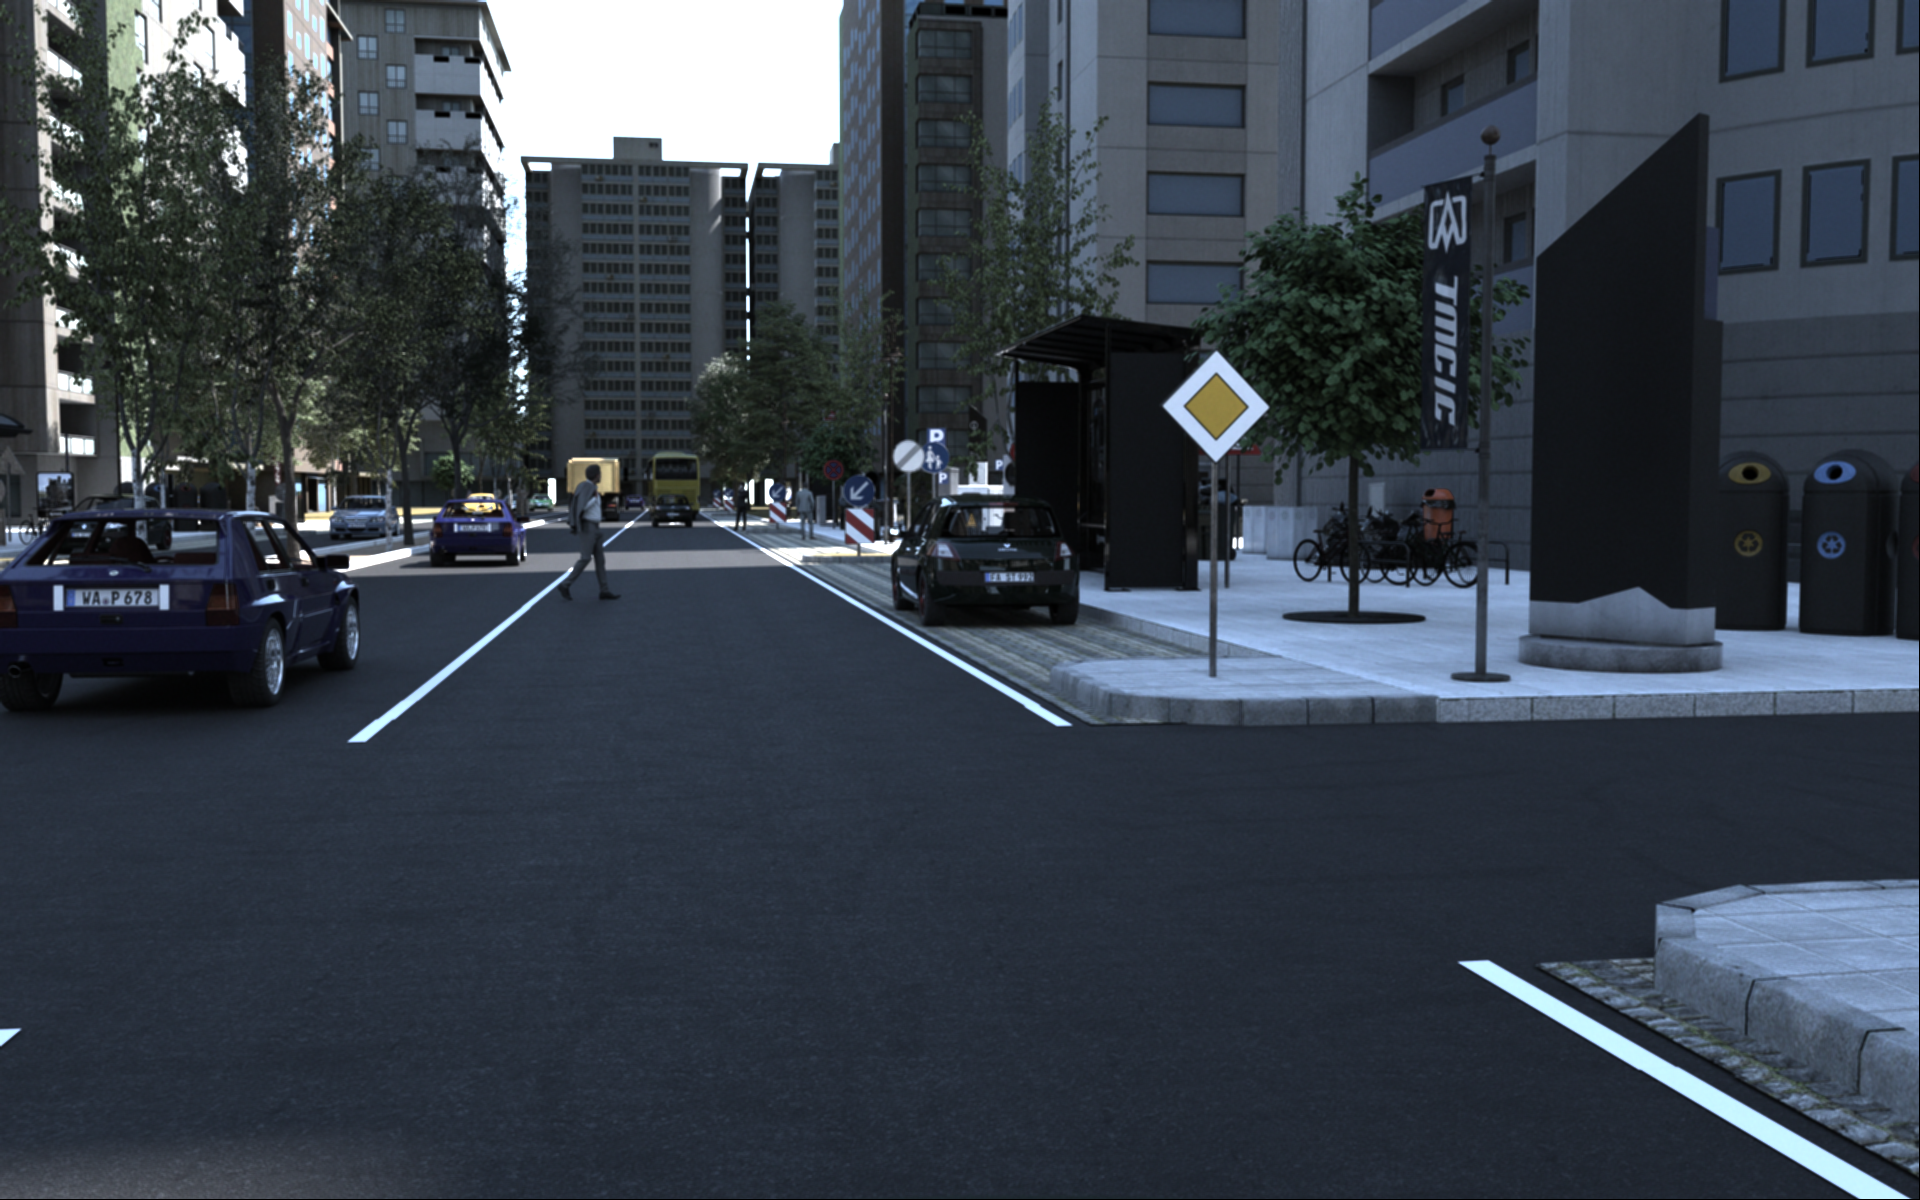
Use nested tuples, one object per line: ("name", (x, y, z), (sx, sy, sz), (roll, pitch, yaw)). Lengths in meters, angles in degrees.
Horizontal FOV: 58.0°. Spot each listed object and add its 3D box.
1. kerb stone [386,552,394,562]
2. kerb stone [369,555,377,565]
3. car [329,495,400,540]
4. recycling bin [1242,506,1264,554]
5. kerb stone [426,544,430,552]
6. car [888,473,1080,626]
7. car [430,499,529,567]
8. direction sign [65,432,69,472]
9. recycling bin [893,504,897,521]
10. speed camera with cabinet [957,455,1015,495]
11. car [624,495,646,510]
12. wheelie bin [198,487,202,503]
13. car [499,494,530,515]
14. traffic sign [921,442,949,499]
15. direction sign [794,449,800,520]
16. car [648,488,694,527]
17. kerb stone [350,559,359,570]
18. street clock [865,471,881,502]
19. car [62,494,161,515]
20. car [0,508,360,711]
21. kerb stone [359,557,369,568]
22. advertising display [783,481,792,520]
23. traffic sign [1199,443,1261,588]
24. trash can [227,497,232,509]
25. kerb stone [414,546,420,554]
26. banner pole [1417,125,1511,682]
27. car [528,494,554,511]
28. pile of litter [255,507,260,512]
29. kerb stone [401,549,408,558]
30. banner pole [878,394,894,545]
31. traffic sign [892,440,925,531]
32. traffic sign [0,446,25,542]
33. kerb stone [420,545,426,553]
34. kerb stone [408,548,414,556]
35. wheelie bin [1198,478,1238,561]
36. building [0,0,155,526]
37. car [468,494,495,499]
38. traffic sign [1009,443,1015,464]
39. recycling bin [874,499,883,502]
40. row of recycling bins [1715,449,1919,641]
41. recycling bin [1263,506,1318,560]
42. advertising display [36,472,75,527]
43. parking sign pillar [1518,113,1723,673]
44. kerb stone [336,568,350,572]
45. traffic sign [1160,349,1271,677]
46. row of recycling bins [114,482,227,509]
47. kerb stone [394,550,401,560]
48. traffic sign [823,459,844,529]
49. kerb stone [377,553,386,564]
("kerb stone", (-12.261, -0.899, 36.890), (0.120, 0.150, 1.000), (-1, 4, -10))
("kerb stone", (-11.931, -0.773, 34.863), (0.120, 0.150, 1.000), (-1, 4, -10))
("car", (-19.225, -2.693, 56.040), (2.014, 1.417, 4.499), (-1, 4, -11))
("recycling bin", (6.569, -1.510, 37.249), (0.722, 1.027, 0.722), (-2, 4, -33))
("kerb stone", (-13.283, -1.262, 42.958), (0.120, 0.150, 1.000), (-1, 4, -10))
("car", (0.214, -0.635, 20.174), (2.009, 1.686, 4.222), (-1, 4, -8))
("car", (-9.903, -1.416, 35.725), (1.945, 1.354, 3.894), (-1, 4, -11))
("direction sign", (-32.567, -4.356, 63.210), (0.379, 3.537, 0.876), (-2, 4, -31))
("recycling bin", (-3.310, -4.350, 83.675), (0.722, 1.027, 0.722), (2, 4, 27))
("speed camera with cabinet", (0.863, -2.737, 39.082), (2.038, 3.252, 0.660), (3, 5, 41))
("car", (-29.805, -8.941, 158.766), (1.945, 1.354, 3.894), (-1, 4, -9))
("wheelie bin", (-33.529, -4.241, 77.246), (0.980, 1.594, 0.693), (-2, 4, -29))
("car", (-31.357, -6.741, 122.010), (2.131, 1.459, 4.920), (-1, 4, -11))
("traffic sign", (-0.643, -2.582, 42.322), (0.768, 2.556, 0.104), (0, 4, -6))
("direction sign", (-8.159, -5.797, 86.781), (0.379, 3.537, 0.876), (-1, 4, -15))
("car", (-12.741, -4.082, 76.532), (2.009, 1.686, 4.222), (-1, 4, -11))
("kerb stone", (-11.584, -0.647, 32.832), (0.120, 0.150, 1.000), (-1, 4, -10))
("street clock", (-2.791, -3.113, 55.475), (0.471, 2.002, 0.358), (2, 4, 24))
("car", (-20.747, -1.999, 42.464), (2.009, 1.686, 4.222), (0, 4, -8))
("car", (-5.653, -0.019, 12.883), (1.945, 1.354, 3.894), (0, 4, -8))
("kerb stone", (-11.746, -0.711, 33.854), (0.120, 0.150, 1.000), (-1, 4, -10))
("advertising display", (-8.409, -4.844, 84.406), (0.123, 1.923, 0.974), (1, 4, 13))
("traffic sign", (3.639, -1.439, 23.533), (0.884, 2.594, 0.081), (0, 4, -5))
("trash can", (-31.334, -3.790, 73.620), (0.748, 1.137, 0.748), (0, 3, 0))
("kerb stone", (-12.952, -1.146, 40.926), (0.120, 0.150, 1.000), (-1, 4, -10))
("banner pole", (3.495, -1.349, 12.080), (0.401, 3.779, 0.863), (-2, 4, -28))
("car", (-35.117, -8.156, 145.155), (2.131, 1.459, 4.920), (-1, 4, -10))
("pile of litter", (-27.415, -3.301, 67.940), (1.176, 0.858, 1.719), (1, 4, 10))
("kerb stone", (-12.604, -1.022, 38.908), (0.120, 0.150, 1.000), (-1, 4, -10))
("banner pole", (-1.859, -3.250, 43.149), (0.401, 3.779, 0.863), (0, 4, 0))
("traffic sign", (-1.215, -2.498, 40.953), (0.768, 2.556, 0.104), (0, 4, -1))
("traffic sign", (-25.595, -2.849, 46.589), (0.884, 2.594, 0.081), (0, 4, -4))
("kerb stone", (-13.117, -1.207, 41.948), (0.120, 0.150, 1.000), (-1, 4, -10))
("kerb stone", (-12.780, -1.084, 39.915), (0.120, 0.150, 1.000), (-1, 4, -10))
("wheelie bin", (4.954, -1.569, 33.563), (0.980, 1.594, 0.693), (3, 5, 43))
("building", (-42.318, -23.608, 69.583), (14.154, 41.232, 14.086), (-1, 4, -10))
("car", (-25.372, -4.991, 91.822), (2.015, 1.641, 3.980), (-1, 4, -10))
("traffic sign", (1.463, -2.319, 38.016), (0.768, 2.556, 0.104), (0, 4, -1))
("recycling bin", (-3.675, -3.842, 75.366), (0.722, 1.027, 0.722), (-1, 4, -22))
("row of recycling bins", (8.418, -0.520, 15.614), (1.069, 1.692, 3.534), (-3, 5, -41))
("recycling bin", (6.493, -1.304, 33.881), (0.722, 1.027, 0.722), (-2, 4, -34))
("advertising display", (-26.077, -2.737, 49.958), (0.974, 1.923, 0.123), (-1, 4, -12))
("parking sign pillar", (4.980, -1.499, 12.980), (1.447, 3.967, 1.447), (-3, 4, -38))
("kerb stone", (-11.413, -0.588, 31.821), (0.120, 0.150, 1.000), (-1, 4, -10))
("traffic sign", (1.771, -0.517, 12.089), (0.795, 2.450, 0.064), (-1, 4, -10))
("row of recycling bins", (-26.869, -3.171, 58.967), (3.534, 1.692, 1.069), (-3, 4, -37))
("kerb stone", (-12.437, -0.960, 37.899), (0.120, 0.150, 1.000), (-1, 4, -10))
("traffic sign", (-4.652, -3.897, 63.826), (0.768, 2.556, 0.104), (0, 4, -2))
("kerb stone", (-12.095, -0.836, 35.879), (0.120, 0.150, 1.000), (-1, 4, -10))
